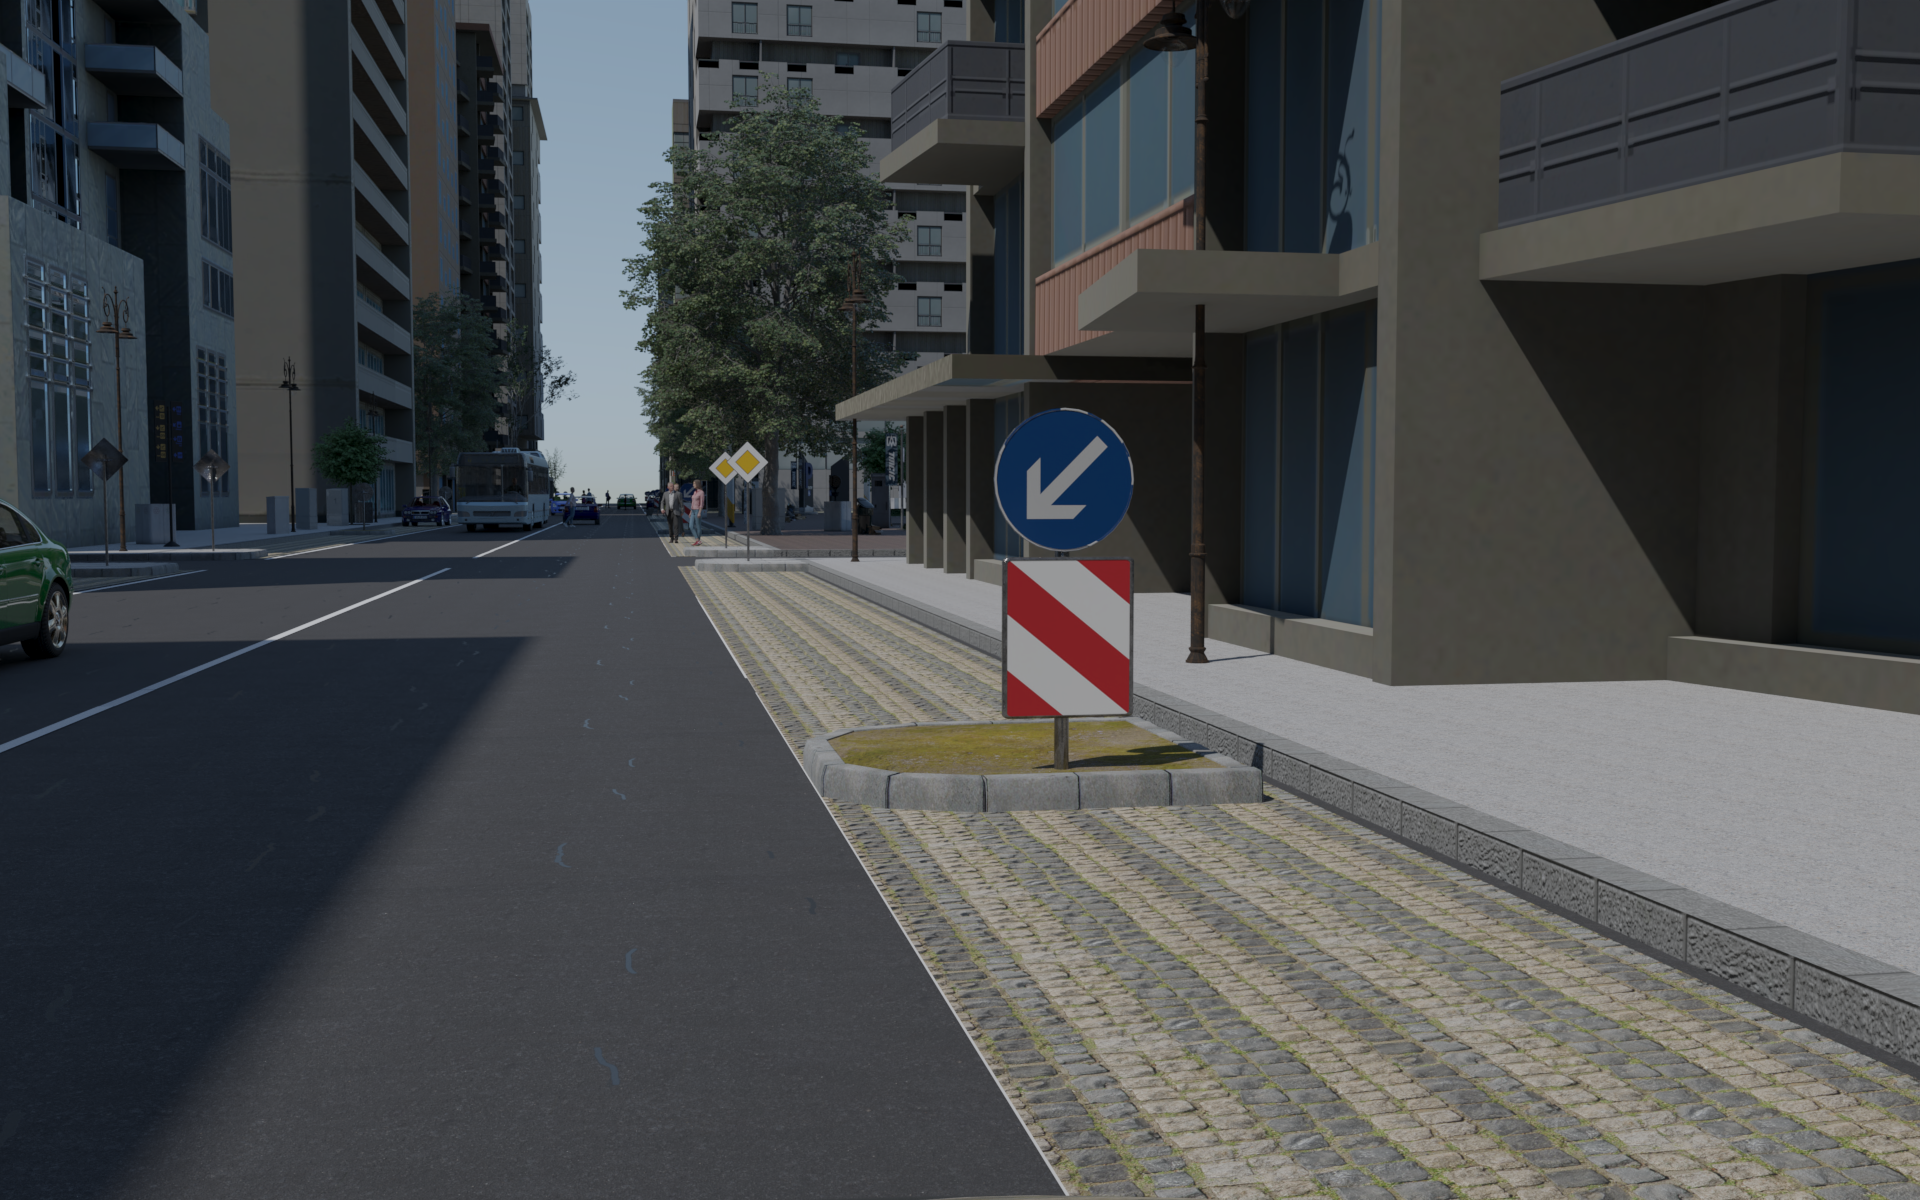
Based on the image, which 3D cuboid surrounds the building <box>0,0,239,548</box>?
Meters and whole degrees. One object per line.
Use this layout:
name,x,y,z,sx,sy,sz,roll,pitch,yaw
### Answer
building,-34.343,-44.991,48.279,22.319,86.520,31.000,-1,4,-11

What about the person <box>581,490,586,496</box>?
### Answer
person,-28.216,-7.364,129.582,0.721,1.739,1.217,2,4,31

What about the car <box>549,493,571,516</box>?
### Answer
car,-26.754,-6.568,116.984,1.945,1.707,3.694,-1,4,-12

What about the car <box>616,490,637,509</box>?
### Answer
car,-31.530,-9.486,163.887,1.959,1.807,4.718,-1,4,-10

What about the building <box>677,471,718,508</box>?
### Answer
building,-16.773,-44.500,165.835,20.563,71.187,20.611,-1,4,-11

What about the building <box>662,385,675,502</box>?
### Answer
building,-28.055,-24.516,245.873,27.650,21.520,28.899,-1,4,-11

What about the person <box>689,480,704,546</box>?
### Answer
person,-7.267,-2.397,47.696,0.555,1.821,0.388,3,5,39

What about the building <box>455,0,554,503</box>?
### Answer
building,-69.526,-49.583,248.936,20.563,71.187,20.611,-1,4,-11

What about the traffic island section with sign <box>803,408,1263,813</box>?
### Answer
traffic island section with sign,0.240,-0.006,8.726,1.989,1.847,2.006,-1,4,-11

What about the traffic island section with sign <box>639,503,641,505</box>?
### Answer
traffic island section with sign,-29.413,-9.604,165.661,1.989,1.847,2.006,-1,4,-11

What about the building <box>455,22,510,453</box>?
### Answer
building,-53.199,-30.780,157.882,22.147,44.769,28.867,-1,4,-11

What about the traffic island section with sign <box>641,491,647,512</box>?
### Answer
traffic island section with sign,-24.401,-7.984,139.174,1.989,1.847,2.006,-1,4,-11

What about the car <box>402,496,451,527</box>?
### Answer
car,-23.755,-3.949,77.148,1.945,1.354,3.894,-1,4,-9

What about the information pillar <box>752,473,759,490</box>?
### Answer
information pillar,-13.505,-7.524,114.365,0.504,3.616,0.183,0,4,0

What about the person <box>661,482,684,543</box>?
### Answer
person,-8.336,-2.525,50.183,0.661,1.777,0.834,-1,4,-9

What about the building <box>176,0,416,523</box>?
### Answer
building,-39.112,-28.137,83.745,21.300,48.544,21.600,-1,4,-11

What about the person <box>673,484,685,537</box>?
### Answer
person,-9.375,-2.961,57.330,0.576,1.772,0.534,1,4,10

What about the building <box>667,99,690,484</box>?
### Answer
building,-23.309,-30.590,183.748,14.154,41.232,14.086,-1,4,-11

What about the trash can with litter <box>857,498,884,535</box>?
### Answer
trash can with litter,-2.842,-2.658,54.845,1.055,1.170,0.624,3,5,44

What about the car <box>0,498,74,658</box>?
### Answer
car,-8.537,-0.300,13.698,1.959,1.807,4.718,-1,4,-11

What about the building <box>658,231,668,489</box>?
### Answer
building,-39.179,-35.613,265.870,14.154,41.232,14.086,-1,4,-11

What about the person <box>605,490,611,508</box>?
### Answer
person,-35.381,-10.149,174.306,0.599,1.838,0.709,2,4,34

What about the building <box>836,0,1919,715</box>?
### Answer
building,10.785,-22.355,20.126,22.147,44.769,28.867,-1,4,-11

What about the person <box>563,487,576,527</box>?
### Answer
person,-16.782,-3.995,74.482,0.598,1.740,0.731,-2,4,-27

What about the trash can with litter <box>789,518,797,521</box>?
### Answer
trash can with litter,-8.735,-4.481,84.318,1.678,1.210,2.233,-2,4,-35

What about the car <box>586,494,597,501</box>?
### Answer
car,-52.911,-14.505,247.381,2.015,1.641,3.980,-1,4,-12

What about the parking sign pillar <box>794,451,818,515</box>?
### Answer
parking sign pillar,-9.474,-7.226,106.615,1.447,3.967,1.447,1,4,18

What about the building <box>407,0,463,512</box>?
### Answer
building,-41.763,-28.563,117.108,14.600,45.320,14.200,-1,4,-11

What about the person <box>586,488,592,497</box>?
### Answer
person,-24.312,-6.432,113.694,0.654,1.822,0.581,3,4,37

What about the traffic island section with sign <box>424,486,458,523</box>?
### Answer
traffic island section with sign,-25.977,-4.827,87.547,1.989,1.847,2.006,-1,4,-11

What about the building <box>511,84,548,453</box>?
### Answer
building,-68.524,-38.879,224.914,28.713,52.752,27.495,-1,4,-11

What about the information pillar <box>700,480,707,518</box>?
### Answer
information pillar,-13.491,-5.299,91.124,0.304,2.012,0.304,-2,4,-24

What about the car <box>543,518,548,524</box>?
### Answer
car,-21.161,-4.424,84.699,2.083,1.381,4.827,-1,4,-12

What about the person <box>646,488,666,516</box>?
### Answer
person,-19.366,-6.249,110.885,1.509,1.804,0.699,3,5,39

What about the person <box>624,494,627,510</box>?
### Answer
person,-29.865,-8.725,154.419,0.557,1.426,1.065,-1,4,-16

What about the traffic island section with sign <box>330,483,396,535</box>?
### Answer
traffic island section with sign,-20.879,-3.182,60.646,1.989,1.847,2.006,-1,4,-11

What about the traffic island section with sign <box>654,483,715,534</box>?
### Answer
traffic island section with sign,-9.831,-3.267,62.038,1.989,1.847,2.006,-1,4,-11

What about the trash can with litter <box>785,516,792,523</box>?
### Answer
trash can with litter,-8.109,-4.068,77.893,1.055,1.170,0.624,-3,5,-41

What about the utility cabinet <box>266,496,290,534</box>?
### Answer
utility cabinet,-21.969,-2.729,55.777,0.306,1.237,1.020,0,4,4

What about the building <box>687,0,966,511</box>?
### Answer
building,-8.399,-33.876,143.103,28.713,52.752,27.495,-1,4,-11

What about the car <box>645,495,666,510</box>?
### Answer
car,-26.926,-8.614,153.413,1.945,1.354,3.894,-1,4,-10

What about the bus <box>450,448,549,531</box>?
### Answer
bus,-18.250,-4.569,69.562,2.948,3.499,13.247,-1,4,-10

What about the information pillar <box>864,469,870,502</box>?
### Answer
information pillar,-4.994,-6.215,92.965,0.183,3.616,0.504,-3,4,-39

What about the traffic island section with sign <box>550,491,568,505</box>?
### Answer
traffic island section with sign,-50.641,-12.811,218.091,1.989,1.847,2.006,-1,4,-11

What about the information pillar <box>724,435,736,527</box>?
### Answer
information pillar,-8.894,-4.619,66.874,0.504,3.616,0.183,3,5,43

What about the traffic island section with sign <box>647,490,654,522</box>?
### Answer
traffic island section with sign,-15.043,-4.952,89.599,1.989,1.847,2.006,-1,4,-11

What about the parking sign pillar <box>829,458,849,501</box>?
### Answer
parking sign pillar,-7.927,-7.656,113.649,1.447,3.967,1.447,-2,4,-29

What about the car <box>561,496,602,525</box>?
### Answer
car,-17.923,-4.246,82.003,1.945,1.354,3.894,-1,4,-12

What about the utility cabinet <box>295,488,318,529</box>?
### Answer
utility cabinet,-23.638,-3.302,62.660,0.318,1.500,1.173,-3,5,-44
